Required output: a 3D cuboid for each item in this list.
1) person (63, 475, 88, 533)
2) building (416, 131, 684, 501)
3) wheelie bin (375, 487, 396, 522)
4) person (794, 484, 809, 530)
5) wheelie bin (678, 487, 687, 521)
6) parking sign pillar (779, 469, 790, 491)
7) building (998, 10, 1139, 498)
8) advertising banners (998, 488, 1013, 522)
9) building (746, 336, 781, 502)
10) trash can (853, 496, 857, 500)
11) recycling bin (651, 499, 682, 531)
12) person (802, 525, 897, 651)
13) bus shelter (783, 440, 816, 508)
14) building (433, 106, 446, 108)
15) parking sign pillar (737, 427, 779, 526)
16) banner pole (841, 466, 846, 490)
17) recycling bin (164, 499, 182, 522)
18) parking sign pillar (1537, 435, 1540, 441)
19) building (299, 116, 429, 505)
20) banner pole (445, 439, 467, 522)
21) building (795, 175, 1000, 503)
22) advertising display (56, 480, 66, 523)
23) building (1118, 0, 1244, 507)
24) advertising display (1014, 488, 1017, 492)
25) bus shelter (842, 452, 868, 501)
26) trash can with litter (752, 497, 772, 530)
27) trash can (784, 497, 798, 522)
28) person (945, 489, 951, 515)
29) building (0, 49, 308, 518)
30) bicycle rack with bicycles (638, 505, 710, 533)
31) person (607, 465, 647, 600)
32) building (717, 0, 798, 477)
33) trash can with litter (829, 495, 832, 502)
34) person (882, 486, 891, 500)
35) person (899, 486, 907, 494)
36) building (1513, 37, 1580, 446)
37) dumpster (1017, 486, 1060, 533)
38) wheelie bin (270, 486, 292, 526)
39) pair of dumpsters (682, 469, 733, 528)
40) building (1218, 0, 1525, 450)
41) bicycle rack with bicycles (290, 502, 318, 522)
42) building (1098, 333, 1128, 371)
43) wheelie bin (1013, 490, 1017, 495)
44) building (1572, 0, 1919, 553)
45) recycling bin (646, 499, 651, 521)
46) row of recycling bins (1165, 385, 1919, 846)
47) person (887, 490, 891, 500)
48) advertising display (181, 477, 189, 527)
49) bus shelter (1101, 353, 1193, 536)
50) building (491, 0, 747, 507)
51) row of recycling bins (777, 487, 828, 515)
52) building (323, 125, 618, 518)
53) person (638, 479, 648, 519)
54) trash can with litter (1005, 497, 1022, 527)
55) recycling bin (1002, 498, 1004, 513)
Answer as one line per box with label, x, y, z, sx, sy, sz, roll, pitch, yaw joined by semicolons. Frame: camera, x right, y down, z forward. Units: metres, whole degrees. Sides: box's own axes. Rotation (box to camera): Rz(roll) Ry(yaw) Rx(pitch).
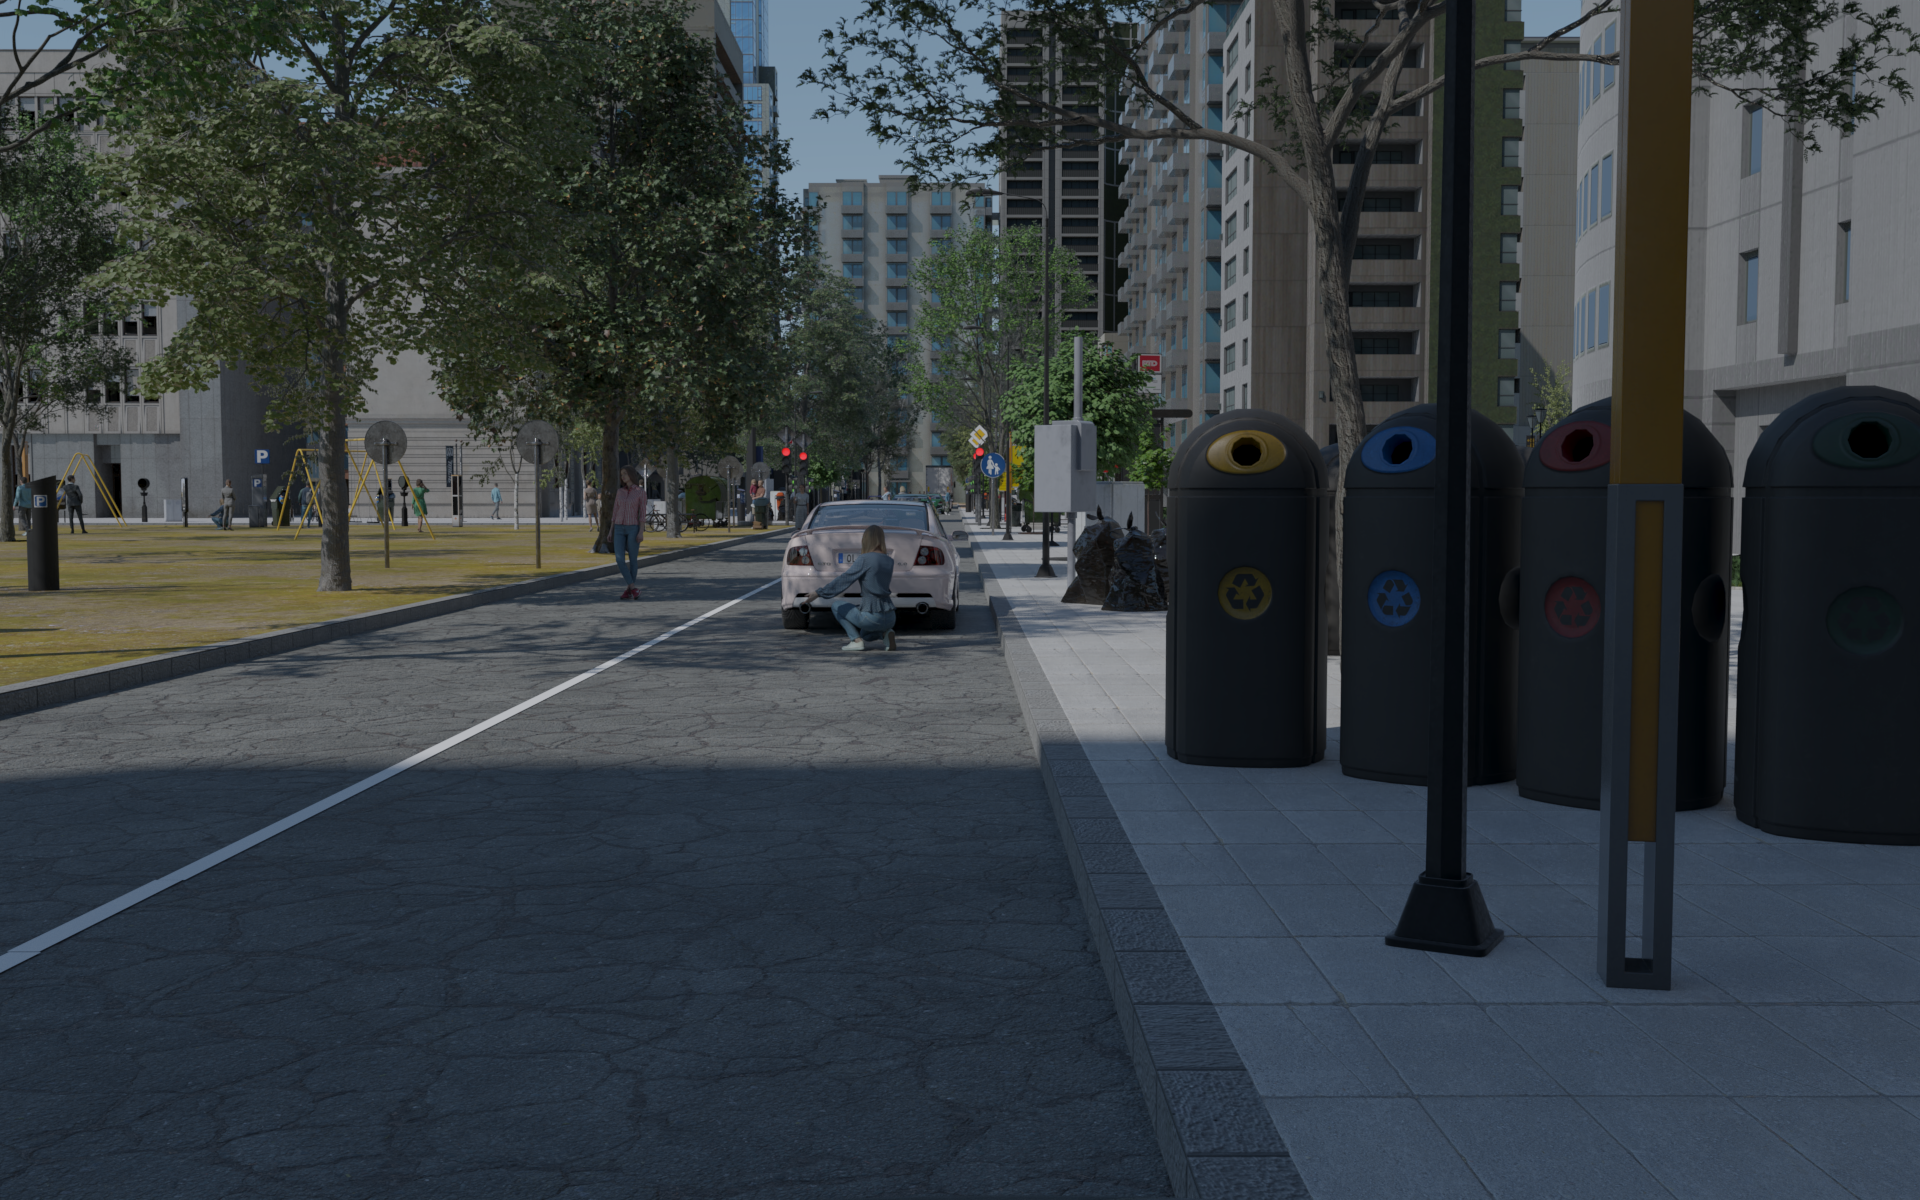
person;-28.882;-3.126;56.518;0.648;1.900;0.474;0;4;-6
building;-28.726;-20.216;124.038;14.314;27.812;24.014;0;4;0
wheelie bin;-26.670;-4.442;80.527;0.693;1.594;0.980;3;4;38
person;-5.008;-2.787;54.633;0.480;1.755;0.524;0;4;-5
wheelie bin;-13.276;-4.521;81.828;0.980;1.594;0.693;1;4;12
parking sign pillar;-11.358;-7.378;109.102;1.447;3.967;1.447;3;5;42
building;16.235;-50.257;259.953;20.611;71.187;20.563;0;4;0
advertising banners;2.155;-5.105;79.661;0.090;3.025;2.074;-2;4;-28
building;-36.648;-21.832;201.989;28.899;21.520;27.650;0;4;0
trash can;-8.054;-7.495;134.196;0.748;1.137;0.748;0;3;0
recycling bin;-10.200;-2.930;60.458;0.722;1.027;0.722;-3;5;-44
person;-0.958;-0.115;15.879;1.012;1.151;0.738;-3;4;-37
bus shelter;-11.293;-8.926;123.576;2.179;5.291;8.768;0;4;0
building;-69.702;-43.881;259.455;28.212;58.520;21.231;0;4;0
parking sign pillar;-8.344;-5.006;70.315;1.447;3.967;1.447;-1;4;-18
banner pole;-8.173;-7.932;119.711;0.863;3.779;0.401;3;5;41
recycling bin;-36.626;-4.162;80.609;0.722;1.027;0.722;-2;4;-28
parking sign pillar;26.843;-5.581;79.717;1.447;3.967;1.447;2;4;29
building;-65.995;-33.561;203.352;28.867;44.769;22.147;0;4;0
banner pole;-23.054;-5.427;78.745;0.401;3.779;0.863;2;4;32
building;-9.305;-39.319;262.469;30.456;49.044;23.786;0;4;0
advertising display;-40.503;-4.416;77.408;0.974;1.923;0.123;-2;4;-32
building;27.338;-33.635;169.541;23.786;49.044;30.456;0;4;0
advertising display;5.077;-8.703;147.507;0.974;1.923;0.123;0;4;-1
bus shelter;-9.021;-10.265;145.461;2.179;5.291;8.768;0;4;0
trash can with litter;-7.164;-3.130;62.566;0.624;1.170;1.055;0;4;4
trash can;-7.862;-4.247;81.091;0.748;1.137;0.748;0;3;0
person;-0.819;-6.643;117.454;0.444;1.785;0.601;3;4;37
building;-48.974;-17.062;96.989;19.932;24.808;12.078;0;4;0
bicycle rack with bicycles;-9.951;-2.745;58.264;2.925;0.926;2.852;0;4;-5
person;-4.541;-0.922;23.591;0.555;1.821;0.388;0;4;7
building;-40.100;-57.922;259.688;31.000;86.520;22.319;0;4;0
trash can with litter;-10.222;-7.727;137.401;1.678;1.210;2.233;-2;4;-24
person;-3.529;-4.570;83.320;0.778;1.811;0.616;-1;4;-22
person;-2.713;-4.394;80.519;0.709;1.800;0.728;-2;4;-26
building;61.896;-37.403;200.777;27.495;52.752;28.713;0;4;0
dumpster;2.672;-3.381;57.766;1.502;2.255;1.985;0;4;0
wheelie bin;-26.984;-3.727;68.846;0.693;1.594;0.980;-3;5;-44
pair of dumpsters;-9.754;-3.949;67.057;1.574;2.255;4.437;0;4;0
building;22.821;-20.005;98.777;14.107;30.474;14.160;0;4;0
bicycle rack with bicycles;-30.158;-4.075;80.000;2.852;0.926;2.925;-2;4;-24
building;29.258;-21.740;200.491;27.650;21.520;28.899;0;4;0
wheelie bin;3.762;-7.092;123.867;0.980;1.594;0.693;3;5;42
building;25.570;-30.335;37.972;21.231;58.520;28.212;0;4;0
recycling bin;-14.597;-4.250;82.043;0.722;1.027;0.722;-1;4;-23
row of recycling bins;2.435;-0.030;7.608;3.534;1.692;1.069;3;5;41
person;-6.023;-8.182;142.452;0.709;1.800;0.728;1;4;14
advertising display;-30.209;-3.810;67.499;0.123;1.923;0.974;-2;4;-32
bus shelter;4.694;-4.241;46.979;2.179;5.291;8.768;0;3;0
building;-32.227;-33.011;163.428;21.300;48.544;21.600;0;4;0
row of recycling bins;-9.610;-5.999;105.199;3.534;1.692;1.069;2;4;24
building;-27.628;-16.239;101.660;11.583;22.565;21.152;0;4;0
person;-12.465;-3.775;67.536;0.659;1.850;0.755;1;4;13
trash can with litter;2.342;-3.449;67.785;1.055;1.170;0.624;-2;4;-24
recycling bin;3.074;-6.559;119.795;0.722;1.027;0.722;0;4;1
